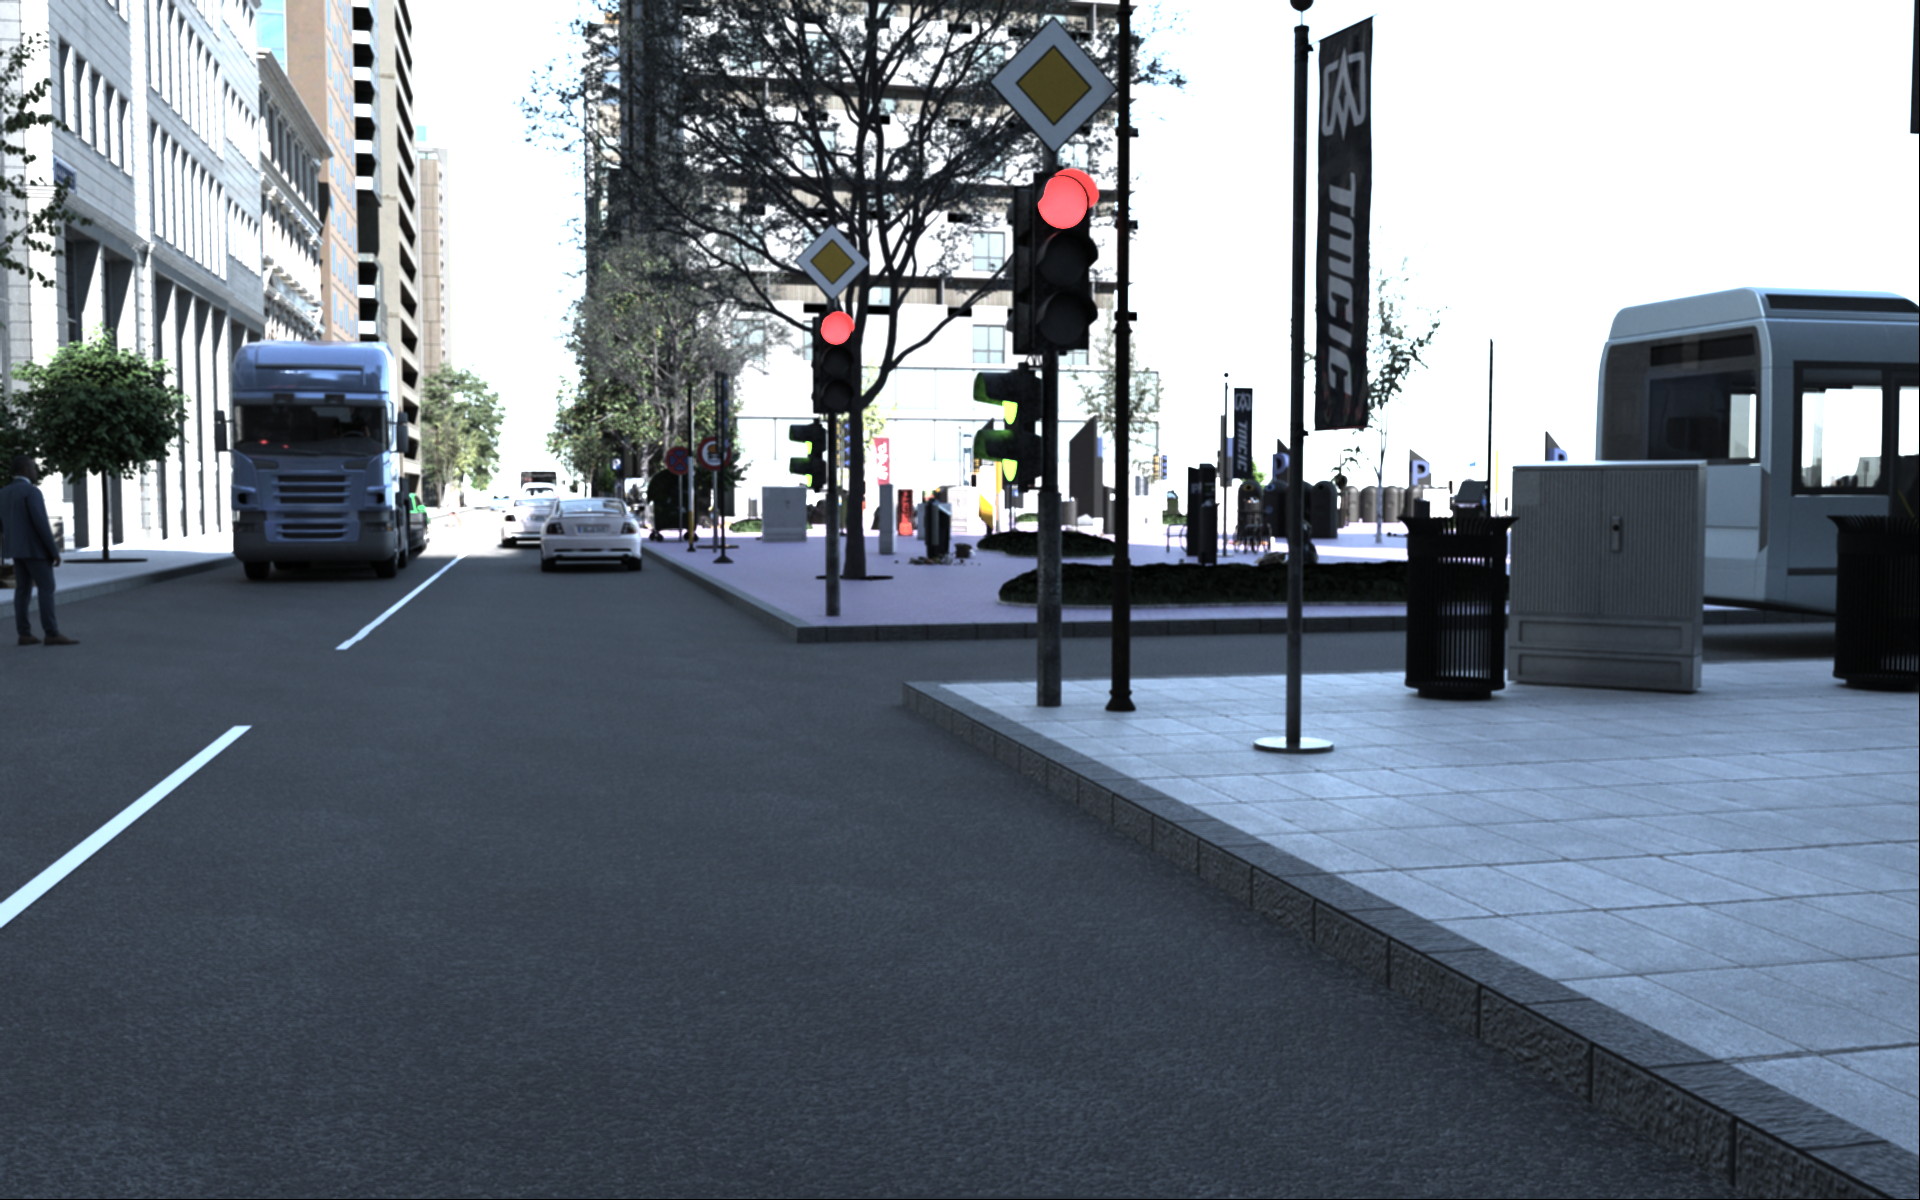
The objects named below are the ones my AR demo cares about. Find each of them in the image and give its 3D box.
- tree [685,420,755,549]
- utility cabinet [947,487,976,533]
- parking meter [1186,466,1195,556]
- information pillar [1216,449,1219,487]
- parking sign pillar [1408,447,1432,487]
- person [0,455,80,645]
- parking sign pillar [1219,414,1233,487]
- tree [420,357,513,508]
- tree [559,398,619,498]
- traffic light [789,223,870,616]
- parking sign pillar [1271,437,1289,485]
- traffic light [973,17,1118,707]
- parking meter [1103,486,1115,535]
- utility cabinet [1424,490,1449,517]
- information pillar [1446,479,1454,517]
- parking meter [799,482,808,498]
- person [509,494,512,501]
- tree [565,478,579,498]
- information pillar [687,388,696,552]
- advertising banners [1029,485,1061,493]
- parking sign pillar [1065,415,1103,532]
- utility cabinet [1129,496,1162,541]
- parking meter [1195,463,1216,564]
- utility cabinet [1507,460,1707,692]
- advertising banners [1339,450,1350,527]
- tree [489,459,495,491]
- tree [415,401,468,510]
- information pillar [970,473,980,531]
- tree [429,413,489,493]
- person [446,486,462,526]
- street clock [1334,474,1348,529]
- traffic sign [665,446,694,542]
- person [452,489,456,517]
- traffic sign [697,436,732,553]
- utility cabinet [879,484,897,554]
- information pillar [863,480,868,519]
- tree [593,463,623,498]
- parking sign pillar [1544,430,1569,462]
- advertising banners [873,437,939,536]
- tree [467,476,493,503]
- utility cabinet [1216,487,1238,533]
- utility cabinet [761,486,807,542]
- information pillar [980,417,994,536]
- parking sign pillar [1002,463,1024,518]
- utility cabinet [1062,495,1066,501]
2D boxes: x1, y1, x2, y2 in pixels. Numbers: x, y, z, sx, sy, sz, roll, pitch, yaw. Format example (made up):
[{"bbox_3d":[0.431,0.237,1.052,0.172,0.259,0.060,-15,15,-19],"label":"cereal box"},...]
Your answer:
[{"bbox_3d":[-5.675,-2.855,41.280,1.663,3.219,1.824,0,3,0],"label":"tree"},{"bbox_3d":[0.039,-2.963,57.120,0.318,1.500,1.173,-3,4,-36],"label":"utility cabinet"},{"bbox_3d":[4.907,-1.842,35.834,0.399,1.863,0.255,1,4,20],"label":"parking meter"},{"bbox_3d":[13.435,-5.988,89.253,0.504,3.616,0.183,0,4,-6],"label":"information pillar"},{"bbox_3d":[26.564,-6.820,99.973,1.447,3.967,1.447,0,4,-8],"label":"parking sign pillar"},{"bbox_3d":[-8.826,-0.475,16.453,0.721,1.800,0.419,1,4,16],"label":"person"},{"bbox_3d":[9.099,-4.324,59.163,1.447,3.967,1.447,1,4,12],"label":"parking sign pillar"},{"bbox_3d":[-46.332,-15.521,160.420,9.857,13.997,8.962,0,3,0],"label":"tree"},{"bbox_3d":[-26.921,-10.739,125.938,4.360,8.622,3.978,0,3,0],"label":"tree"},{"bbox_3d":[-1.357,-1.787,18.146,0.839,4.253,0.868,-1,4,-14],"label":"traffic light"},{"bbox_3d":[15.267,-5.710,81.823,1.447,3.967,1.447,-2,4,-26],"label":"parking sign pillar"},{"bbox_3d":[0.521,-1.313,10.384,0.839,4.253,0.868,-1,4,-14],"label":"traffic light"},{"bbox_3d":[4.685,-2.820,54.523,0.372,1.533,0.369,0,3,0],"label":"parking meter"},{"bbox_3d":[23.271,-4.644,84.613,1.173,1.500,0.318,1,4,20],"label":"utility cabinet"},{"bbox_3d":[24.462,-5.017,86.521,0.304,2.012,0.304,0,4,1],"label":"information pillar"},{"bbox_3d":[-7.836,-4.950,86.649,0.399,1.863,0.255,1,4,12],"label":"parking meter"},{"bbox_3d":[-40.938,-8.915,157.492,0.421,1.427,0.697,-2,4,-34],"label":"person"},{"bbox_3d":[-43.149,-12.188,193.872,1.663,3.219,1.824,0,3,0],"label":"tree"},{"bbox_3d":[-6.011,-2.894,38.672,0.183,3.616,0.504,0,4,-6],"label":"information pillar"},{"bbox_3d":[3.470,-4.646,72.155,0.090,3.025,2.074,-3,5,-39],"label":"advertising banners"},{"bbox_3d":[4.319,-4.339,59.412,1.447,3.967,1.447,-3,4,-38],"label":"parking sign pillar"},{"bbox_3d":[5.122,-2.259,48.093,0.306,1.237,1.020,-3,5,-43],"label":"utility cabinet"},{"bbox_3d":[4.572,-1.611,32.043,0.255,1.863,0.399,0,4,-6],"label":"parking meter"},{"bbox_3d":[4.265,-0.170,11.458,1.173,1.500,0.318,2,4,33],"label":"utility cabinet"},{"bbox_3d":[15.162,-4.416,68.385,0.090,3.025,2.074,0,4,2],"label":"advertising banners"},{"bbox_3d":[-59.056,-16.056,212.878,4.737,8.622,4.395,0,3,0],"label":"tree"},{"bbox_3d":[-40.847,-11.438,137.378,4.360,8.622,3.978,0,3,0],"label":"tree"},{"bbox_3d":[0.532,-3.434,60.640,0.304,2.012,0.304,1,4,19],"label":"information pillar"},{"bbox_3d":[-44.011,-12.273,151.018,4.737,8.622,4.395,0,3,0],"label":"tree"},{"bbox_3d":[-22.542,-4.186,77.039,0.616,1.811,0.778,2,4,24],"label":"person"},{"bbox_3d":[14.058,-3.628,63.894,0.471,2.002,0.358,3,5,44],"label":"street clock"},{"bbox_3d":[-7.428,-2.805,45.975,0.768,2.556,0.104,0,4,-5],"label":"traffic sign"},{"bbox_3d":[-31.978,-6.185,109.256,0.705,1.869,1.348,-1,4,-23],"label":"person"},{"bbox_3d":[-5.370,-2.312,37.903,0.768,2.556,0.104,-1,4,-13],"label":"traffic sign"},{"bbox_3d":[-1.561,-1.747,37.248,0.318,1.500,1.173,0,4,2],"label":"utility cabinet"},{"bbox_3d":[-4.978,-5.242,90.198,0.304,2.012,0.304,0,4,7],"label":"information pillar"},{"bbox_3d":[-19.407,-6.207,96.091,1.663,3.219,1.824,0,3,0],"label":"tree"},{"bbox_3d":[25.322,-5.202,73.519,1.447,3.967,1.447,-3,4,-38],"label":"parking sign pillar"},{"bbox_3d":[-1.660,-3.502,53.440,2.074,3.025,0.090,-1,4,-13],"label":"advertising banners"},{"bbox_3d":[-67.369,-15.879,243.328,4.285,4.588,4.351,0,3,0],"label":"tree"},{"bbox_3d":[8.598,-2.964,57.137,1.173,1.500,0.318,1,4,21],"label":"utility cabinet"},{"bbox_3d":[-4.694,-2.298,46.248,1.173,1.500,0.318,-1,4,-13],"label":"utility cabinet"},{"bbox_3d":[0.823,-3.737,52.452,0.504,3.616,0.183,-2,4,-32],"label":"information pillar"},{"bbox_3d":[2.869,-6.464,94.161,1.447,3.967,1.447,-3,5,-42],"label":"parking sign pillar"},{"bbox_3d":[4.720,-4.417,83.373,0.306,1.237,1.020,2,4,35],"label":"utility cabinet"}]
